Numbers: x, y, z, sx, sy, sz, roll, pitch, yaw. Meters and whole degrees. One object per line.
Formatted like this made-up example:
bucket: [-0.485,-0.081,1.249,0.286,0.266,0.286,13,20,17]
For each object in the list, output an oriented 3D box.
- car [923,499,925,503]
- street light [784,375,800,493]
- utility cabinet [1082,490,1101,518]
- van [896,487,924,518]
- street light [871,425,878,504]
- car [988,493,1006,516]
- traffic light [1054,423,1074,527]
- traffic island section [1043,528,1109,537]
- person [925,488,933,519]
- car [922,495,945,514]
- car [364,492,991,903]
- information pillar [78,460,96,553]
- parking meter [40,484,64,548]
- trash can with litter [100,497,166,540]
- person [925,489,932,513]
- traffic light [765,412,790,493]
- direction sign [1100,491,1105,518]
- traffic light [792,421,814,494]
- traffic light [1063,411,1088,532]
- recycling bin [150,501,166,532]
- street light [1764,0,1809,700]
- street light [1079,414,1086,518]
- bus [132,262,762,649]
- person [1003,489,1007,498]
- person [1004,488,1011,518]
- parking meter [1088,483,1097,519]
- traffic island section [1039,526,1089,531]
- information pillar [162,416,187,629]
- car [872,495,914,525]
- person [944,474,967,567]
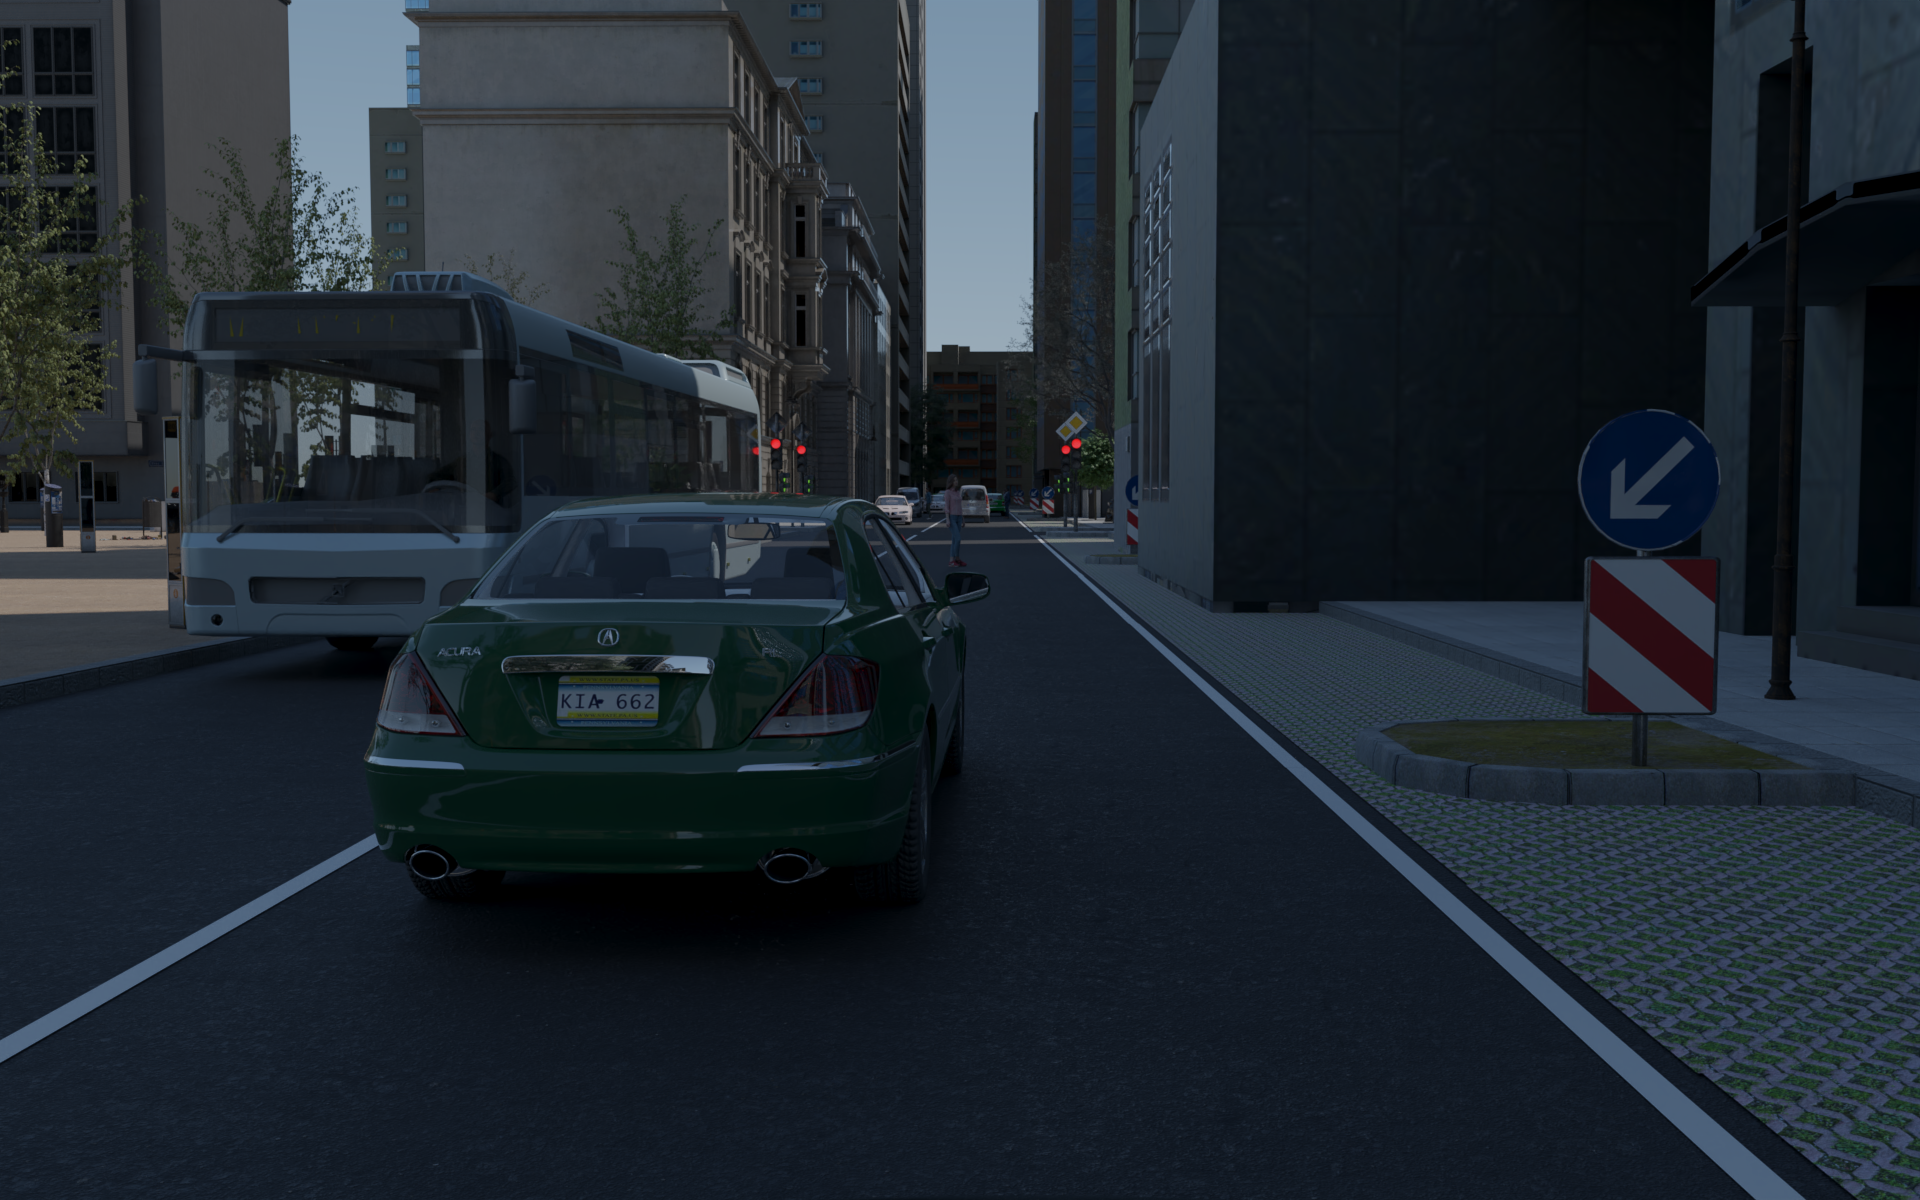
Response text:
car: [-2.530,-9.094,161.269,1.945,1.354,3.894,0,4,2]
street light: [-6.500,-5.767,67.086,0.468,5.910,1.993,0,4,1]
utility cabinet: [7.033,-5.140,92.722,0.318,1.500,1.173,3,5,43]
van: [-3.209,-6.098,106.721,2.013,2.044,4.112,0,4,1]
street light: [-5.671,-8.654,114.280,0.468,5.910,1.993,0,4,1]
car: [2.100,-6.374,113.007,1.959,1.807,4.718,0,4,-1]
traffic light: [4.044,-4.756,66.683,0.839,4.253,0.868,0,4,1]
traffic island section: [3.950,-2.234,58.812,2.009,0.180,2.903,0,4,1]
person: [-1.741,-5.452,97.978,0.444,1.785,0.601,0,4,-1]
car: [-1.786,-7.066,127.888,2.083,1.381,4.827,0,4,0]
car: [-0.950,0.261,7.527,2.131,1.459,4.920,0,4,3]
information pillar: [-19.065,-2.038,37.819,0.304,2.012,0.304,-2,4,-29]
parking meter: [-21.803,-2.035,41.678,0.372,1.533,0.369,0,3,0]
trash can with litter: [-23.176,-2.305,48.741,1.678,1.210,2.233,3,5,41]
person: [-2.374,-7.578,132.499,0.679,1.850,0.850,1,4,23]
traffic light: [-6.200,-4.277,58.851,0.839,4.253,0.868,0,4,1]
direction sign: [7.712,-6.251,94.208,0.876,3.537,0.379,-1,4,-20]
traffic light: [-6.066,-4.765,66.835,0.839,4.253,0.868,0,4,1]
traffic light: [3.910,-4.268,58.699,0.839,4.253,0.868,0,4,1]
recycling bin: [-27.086,-2.833,58.866,0.722,1.027,0.722,-3,4,-38]
street light: [5.142,-2.318,10.682,0.468,5.910,1.993,0,4,1]
street light: [6.578,-7.441,94.441,0.468,5.910,1.993,0,4,1]
bus: [-4.460,-1.461,18.748,2.948,3.499,13.247,0,4,2]
person: [3.568,-7.650,133.839,0.793,1.790,0.793,3,4,38]
person: [2.792,-5.723,102.254,0.419,1.800,0.721,0,4,-6]
parking meter: [6.799,-5.093,88.979,0.255,1.863,0.399,-3,5,-40]
traffic island section: [4.084,-2.723,66.796,2.009,0.180,2.903,0,4,1]
information pillar: [-7.371,-0.737,16.546,0.304,2.012,0.304,3,4,37]
car: [-3.204,-4.225,81.443,2.083,1.381,4.827,0,4,0]
person: [-0.113,-1.569,34.169,0.388,1.821,0.555,2,4,27]
